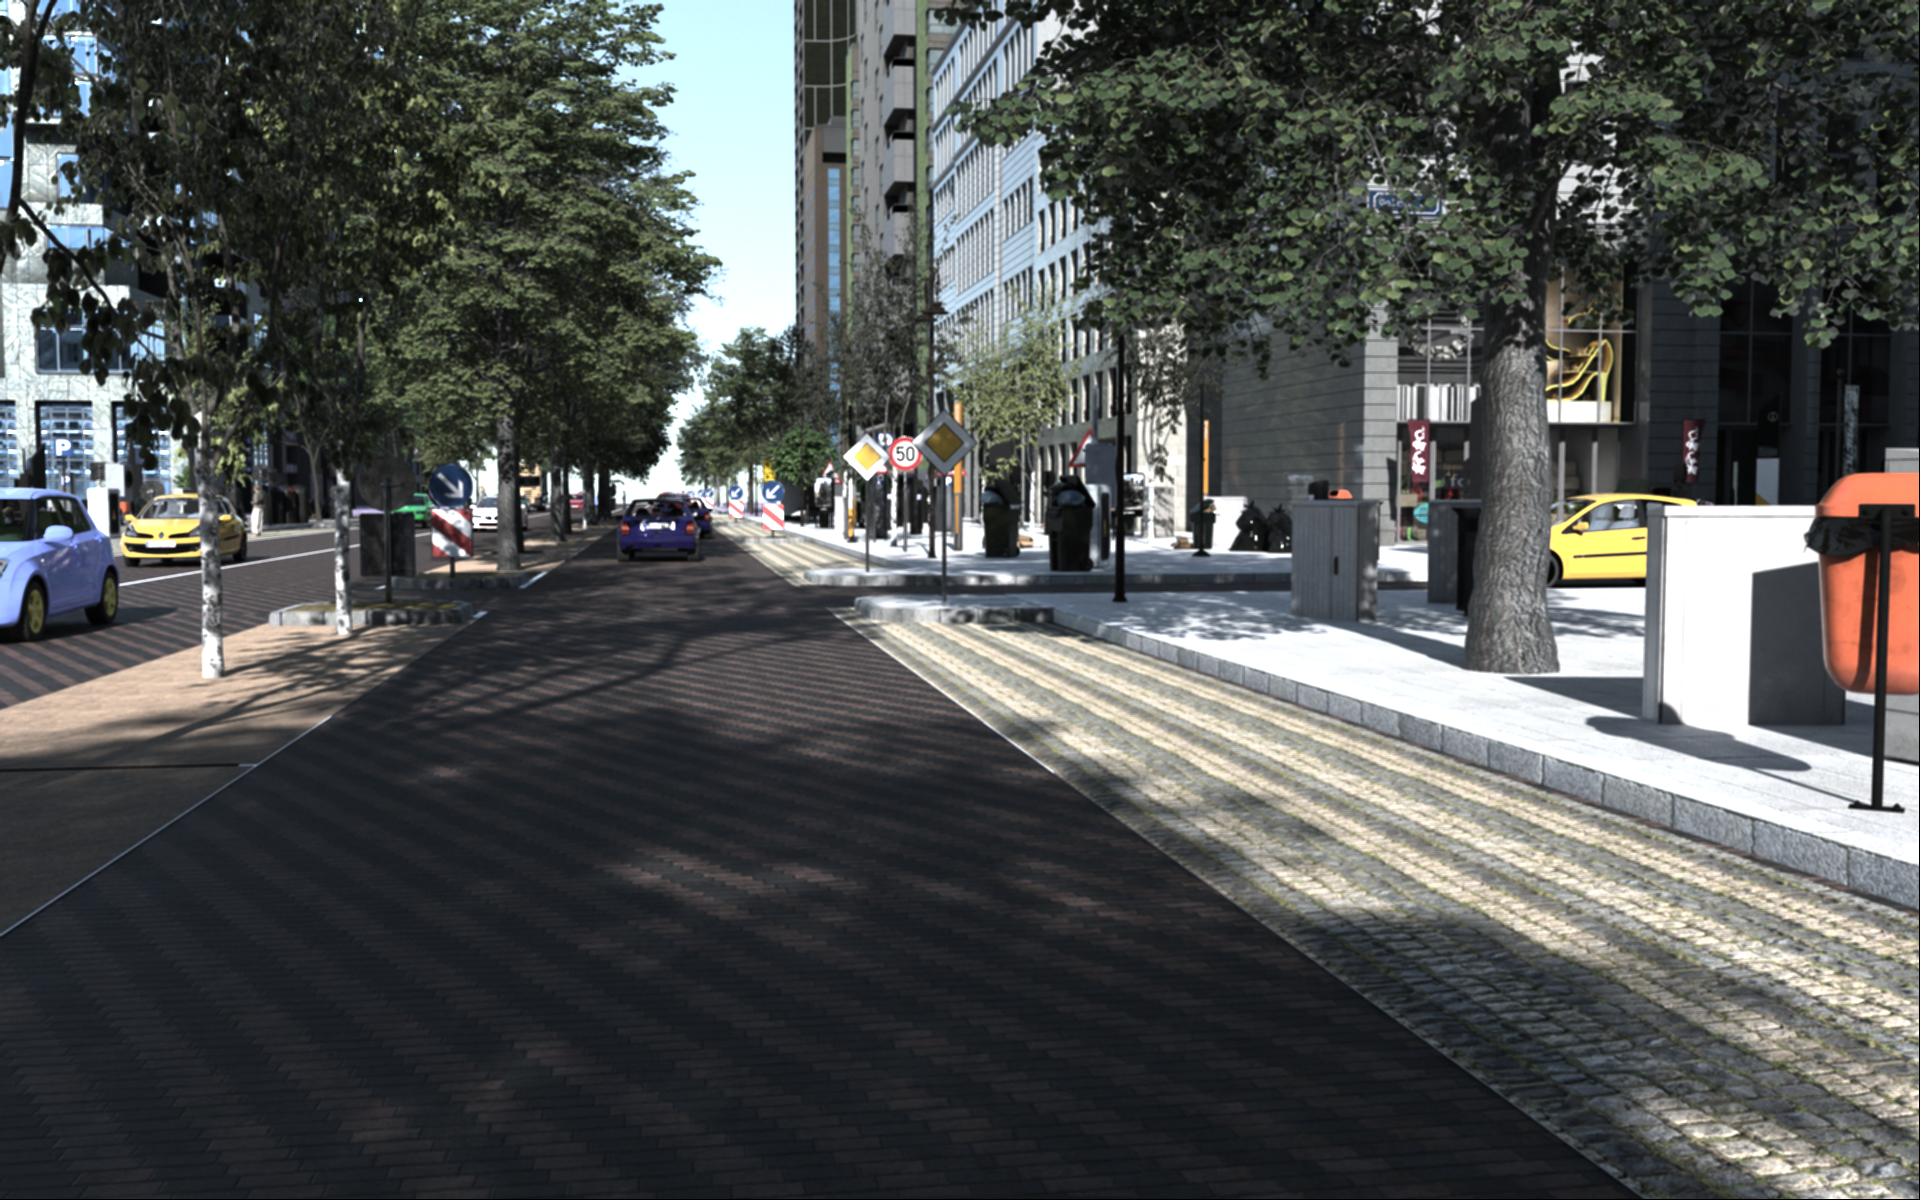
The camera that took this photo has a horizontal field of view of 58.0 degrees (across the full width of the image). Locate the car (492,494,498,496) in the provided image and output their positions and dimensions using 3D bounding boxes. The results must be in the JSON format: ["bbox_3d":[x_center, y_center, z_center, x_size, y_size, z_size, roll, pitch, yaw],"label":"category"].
[{"bbox_3d":[-28.905,-5.974,109.473,2.131,1.459,4.920,-1,4,-10],"label":"car"}]

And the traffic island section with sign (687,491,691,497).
[{"bbox_3d":[-23.045,-8.859,153.476,1.989,1.847,2.006,-1,4,-10],"label":"traffic island section with sign"}]

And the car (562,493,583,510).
[{"bbox_3d":[-29.807,-7.681,134.623,2.155,1.783,4.494,-1,4,-9],"label":"car"}]

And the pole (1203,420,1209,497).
[{"bbox_3d":[6.803,-3.312,47.998,0.158,3.312,0.155,0,3,0],"label":"pole"}]

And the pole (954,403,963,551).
[{"bbox_3d":[-0.039,-2.759,38.953,0.158,3.312,0.155,0,3,0],"label":"pole"}]

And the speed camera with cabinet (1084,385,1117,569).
[{"bbox_3d":[2.423,-2.225,30.715,0.660,3.252,2.038,1,4,17],"label":"speed camera with cabinet"}]

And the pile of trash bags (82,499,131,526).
[{"bbox_3d":[-34.671,-3.686,70.019,1.912,1.369,3.447,1,4,8],"label":"pile of trash bags"}]

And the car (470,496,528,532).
[{"bbox_3d":[-17.776,-3.333,66.858,2.083,1.381,4.827,-1,4,-9],"label":"car"}]

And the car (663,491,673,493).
[{"bbox_3d":[-40.756,-14.252,241.687,2.281,1.827,5.304,-1,4,-11],"label":"car"}]

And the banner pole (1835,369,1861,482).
[{"bbox_3d":[17.795,-2.741,34.838,0.863,3.779,0.401,-2,4,-29],"label":"banner pole"}]

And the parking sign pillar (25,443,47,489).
[{"bbox_3d":[-48.515,-6.267,90.937,1.447,3.967,1.447,0,4,0],"label":"parking sign pillar"}]

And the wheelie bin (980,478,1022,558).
[{"bbox_3d":[0.809,-1.662,35.079,0.693,1.594,0.980,2,4,26],"label":"wheelie bin"}]

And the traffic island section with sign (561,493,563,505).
[{"bbox_3d":[-53.511,-13.645,231.723,1.989,1.847,2.006,-1,4,-10],"label":"traffic island section with sign"}]

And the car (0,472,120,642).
[{"bbox_3d":[-9.982,-0.498,17.735,1.945,1.707,3.694,-1,4,-10],"label":"car"}]

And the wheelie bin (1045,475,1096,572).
[{"bbox_3d":[1.827,-1.279,28.815,0.693,1.594,0.980,-2,4,-24],"label":"wheelie bin"}]

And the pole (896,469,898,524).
[{"bbox_3d":[-2.656,-4.777,71.944,0.158,3.312,0.155,0,3,0],"label":"pole"}]

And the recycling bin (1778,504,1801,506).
[{"bbox_3d":[19.712,-1.785,41.743,0.722,1.027,0.722,-2,4,-29],"label":"recycling bin"}]

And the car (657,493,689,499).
[{"bbox_3d":[-12.347,-4.012,74.632,2.155,1.783,4.494,-1,4,-11],"label":"car"}]

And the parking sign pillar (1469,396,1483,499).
[{"bbox_3d":[13.170,-3.239,41.424,1.447,3.967,1.447,-1,4,-16],"label":"parking sign pillar"}]

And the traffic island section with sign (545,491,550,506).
[{"bbox_3d":[-48.932,-11.998,204.795,1.989,1.847,2.006,-1,4,-10],"label":"traffic island section with sign"}]

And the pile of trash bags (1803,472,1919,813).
[{"bbox_3d":[5.070,0.198,6.517,3.447,1.369,1.912,2,4,30],"label":"pile of trash bags"}]

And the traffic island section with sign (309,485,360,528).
[{"bbox_3d":[-26.882,-4.039,74.670,1.989,1.847,2.006,-1,4,-10],"label":"traffic island section with sign"}]

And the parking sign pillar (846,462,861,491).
[{"bbox_3d":[-5.762,-6.699,97.993,1.447,3.967,1.447,1,4,16],"label":"parking sign pillar"}]

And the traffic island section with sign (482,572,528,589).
[{"bbox_3d":[-7.863,-1.158,27.070,2.006,1.907,1.989,-1,4,-10],"label":"traffic island section with sign"}]

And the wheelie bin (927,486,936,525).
[{"bbox_3d":[-0.814,-3.715,68.641,0.980,1.594,0.693,-3,4,-37],"label":"wheelie bin"}]

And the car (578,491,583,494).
[{"bbox_3d":[-50.270,-13.636,231.617,2.281,1.827,5.304,-1,4,-10],"label":"car"}]

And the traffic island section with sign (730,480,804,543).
[{"bbox_3d":[-5.661,-2.592,51.011,1.989,1.847,2.006,-1,4,-10],"label":"traffic island section with sign"}]

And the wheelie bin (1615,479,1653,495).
[{"bbox_3d":[13.941,-1.713,35.920,0.980,1.594,0.693,3,5,43],"label":"wheelie bin"}]

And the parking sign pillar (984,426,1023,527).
[{"bbox_3d":[1.794,-4.909,68.729,1.447,3.967,1.447,0,4,2],"label":"parking sign pillar"}]

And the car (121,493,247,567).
[{"bbox_3d":[-15.902,-1.551,35.577,2.015,1.641,3.980,-1,4,-11],"label":"car"}]

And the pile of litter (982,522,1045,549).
[{"bbox_3d":[1.243,-1.664,41.168,1.719,0.858,1.176,-1,4,-23],"label":"pile of litter"}]

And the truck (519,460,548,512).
[{"bbox_3d":[-35.548,-9.416,142.867,2.839,4.237,11.283,-1,4,-11],"label":"truck"}]

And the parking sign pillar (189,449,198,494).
[{"bbox_3d":[-29.989,-4.891,68.435,1.447,3.967,1.447,0,4,-5],"label":"parking sign pillar"}]

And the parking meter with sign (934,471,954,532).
[{"bbox_3d":[-0.486,-3.818,58.686,0.543,3.016,1.738,-1,4,-20],"label":"parking meter with sign"}]

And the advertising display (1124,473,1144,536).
[{"bbox_3d":[5.155,-2.925,53.043,0.974,1.923,0.123,0,4,4],"label":"advertising display"}]

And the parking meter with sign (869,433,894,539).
[{"bbox_3d":[-2.343,-3.298,50.189,0.543,3.016,1.738,-1,4,-14],"label":"parking meter with sign"}]

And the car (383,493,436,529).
[{"bbox_3d":[-23.063,-3.908,72.686,1.959,1.807,4.718,-1,4,-11],"label":"car"}]

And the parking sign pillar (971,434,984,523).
[{"bbox_3d":[1.205,-5.374,76.335,1.447,3.967,1.447,1,4,17],"label":"parking sign pillar"}]

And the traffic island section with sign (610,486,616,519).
[{"bbox_3d":[-20.431,-5.689,101.154,2.006,1.907,1.989,-1,4,-10],"label":"traffic island section with sign"}]

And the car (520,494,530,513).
[{"bbox_3d":[-33.590,-7.294,131.053,2.131,1.459,4.920,-1,4,-9],"label":"car"}]

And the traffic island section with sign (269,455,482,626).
[{"bbox_3d":[-6.635,-0.711,19.765,2.006,1.907,1.989,-1,4,-10],"label":"traffic island section with sign"}]

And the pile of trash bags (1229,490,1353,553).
[{"bbox_3d":[7.470,-1.731,38.056,1.912,1.369,3.447,-2,4,-26],"label":"pile of trash bags"}]

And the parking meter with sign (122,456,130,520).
[{"bbox_3d":[-37.933,-5.022,78.366,1.738,3.016,0.543,2,4,26],"label":"parking meter with sign"}]

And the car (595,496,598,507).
[{"bbox_3d":[-40.479,-11.438,196.602,1.945,1.707,3.694,0,4,-8],"label":"car"}]

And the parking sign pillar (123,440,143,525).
[{"bbox_3d":[-34.630,-5.153,72.722,1.447,3.967,1.447,-2,4,-28],"label":"parking sign pillar"}]

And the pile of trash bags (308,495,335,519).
[{"bbox_3d":[-33.676,-4.866,89.319,3.447,1.369,1.912,-2,4,-30],"label":"pile of trash bags"}]

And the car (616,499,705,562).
[{"bbox_3d":[-6.559,-1.547,37.878,1.945,1.354,3.894,-1,4,-8],"label":"car"}]

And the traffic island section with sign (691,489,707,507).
[{"bbox_3d":[-18.460,-7.207,126.462,1.989,1.847,2.006,-1,4,-10],"label":"traffic island section with sign"}]

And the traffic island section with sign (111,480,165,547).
[{"bbox_3d":[-22.287,-2.384,47.604,1.989,1.847,2.006,-1,4,-10],"label":"traffic island section with sign"}]

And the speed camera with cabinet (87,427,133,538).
[{"bbox_3d":[-24.883,-3.449,50.733,0.660,3.252,2.038,0,4,-6],"label":"speed camera with cabinet"}]

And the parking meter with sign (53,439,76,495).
[{"bbox_3d":[-28.686,-3.636,55.701,0.543,3.016,1.738,-1,4,-20],"label":"parking meter with sign"}]

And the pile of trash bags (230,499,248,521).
[{"bbox_3d":[-34.955,-4.338,80.681,3.447,1.369,1.912,1,4,14],"label":"pile of trash bags"}]

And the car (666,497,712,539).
[{"bbox_3d":[-9.000,-2.673,56.283,1.945,1.354,3.894,-1,4,-11],"label":"car"}]

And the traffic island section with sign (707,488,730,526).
[{"bbox_3d":[-10.175,-4.218,77.587,1.989,1.847,2.006,-1,4,-10],"label":"traffic island section with sign"}]

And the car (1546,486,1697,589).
[{"bbox_3d":[9.721,-1.013,26.792,3.980,1.641,2.015,-1,4,-9],"label":"car"}]

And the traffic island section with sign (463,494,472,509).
[{"bbox_3d":[-35.298,-7.073,124.268,1.989,1.847,2.006,-1,4,-10],"label":"traffic island section with sign"}]
